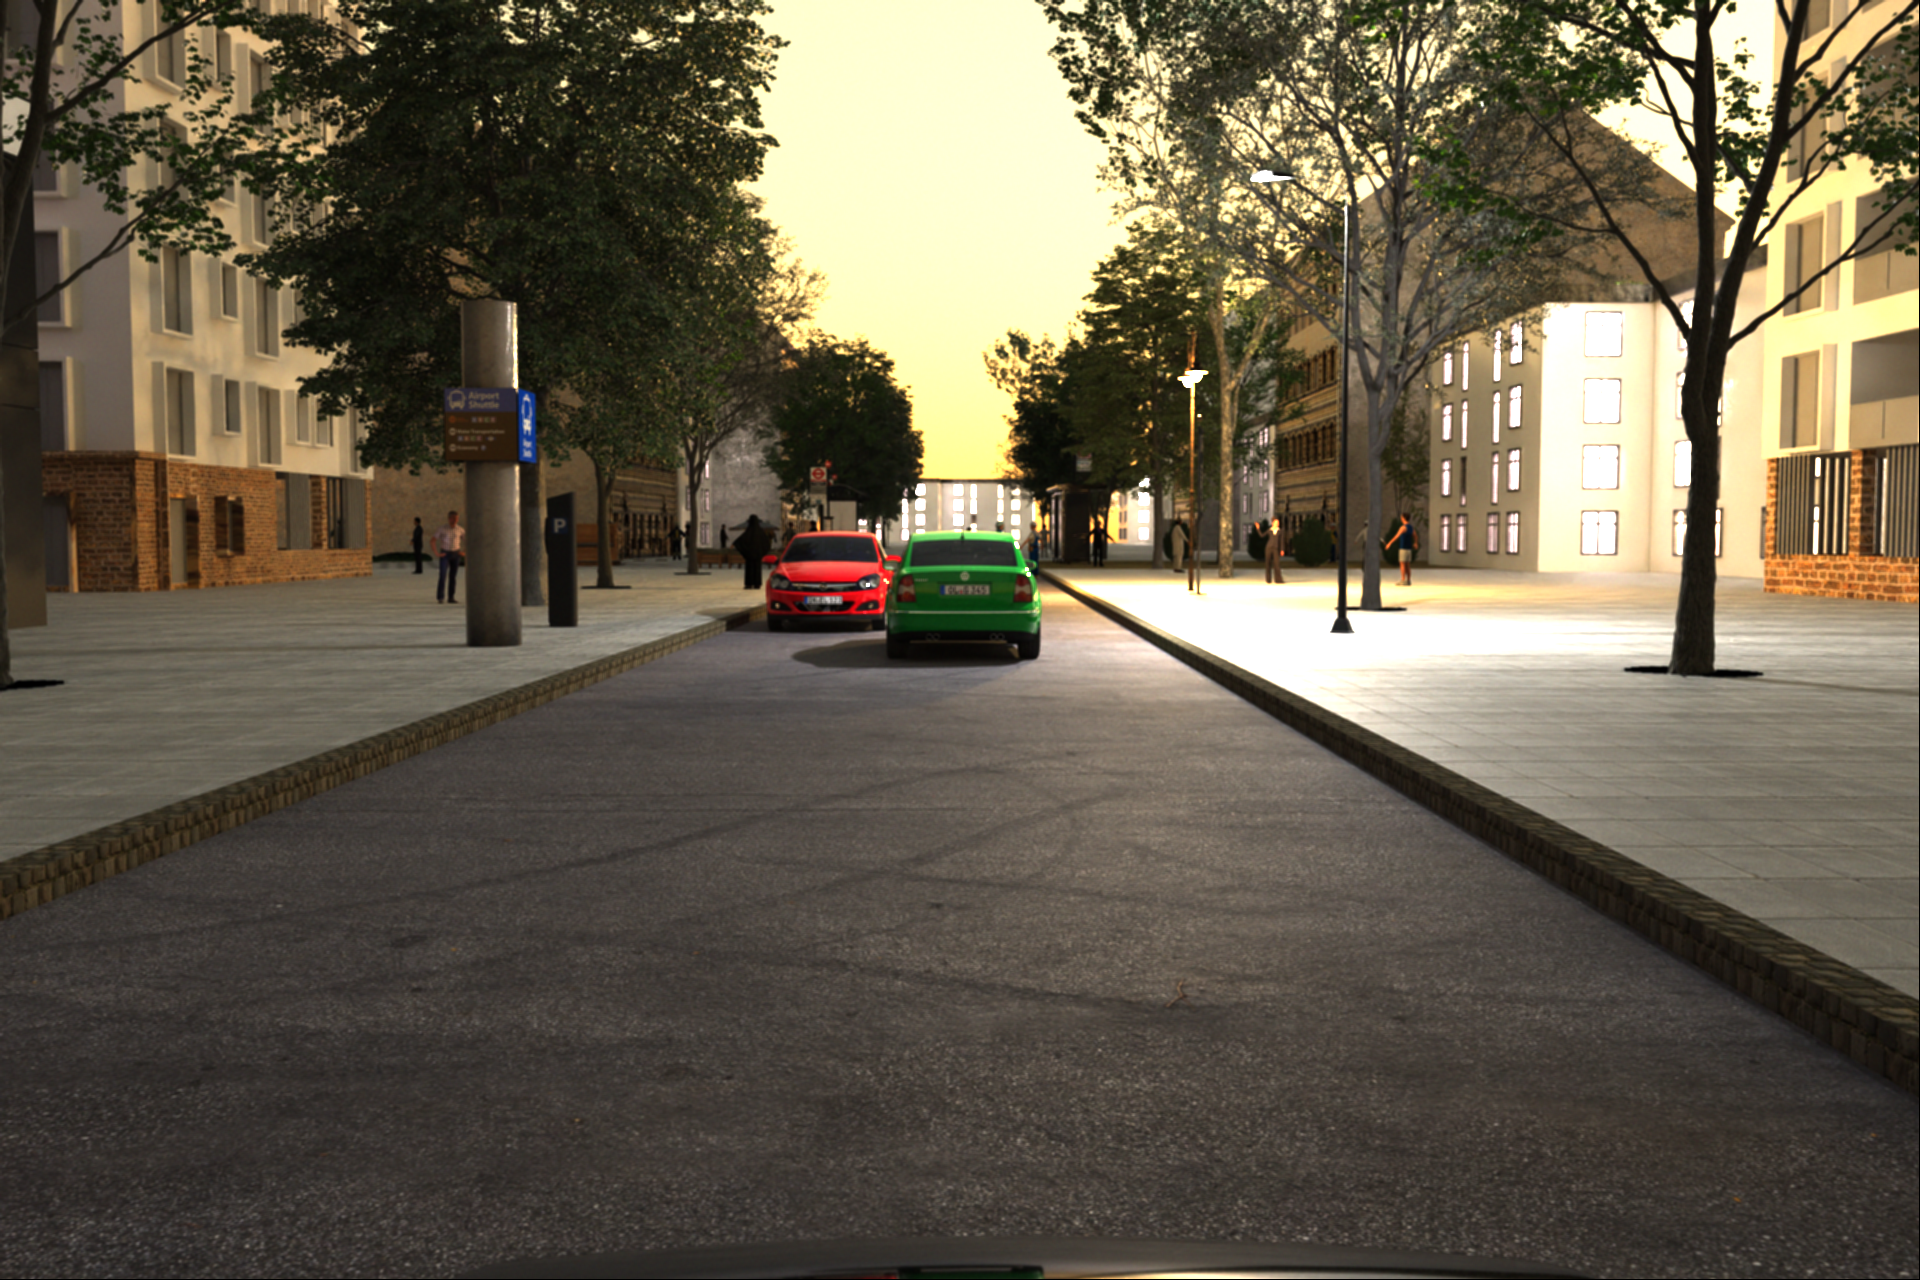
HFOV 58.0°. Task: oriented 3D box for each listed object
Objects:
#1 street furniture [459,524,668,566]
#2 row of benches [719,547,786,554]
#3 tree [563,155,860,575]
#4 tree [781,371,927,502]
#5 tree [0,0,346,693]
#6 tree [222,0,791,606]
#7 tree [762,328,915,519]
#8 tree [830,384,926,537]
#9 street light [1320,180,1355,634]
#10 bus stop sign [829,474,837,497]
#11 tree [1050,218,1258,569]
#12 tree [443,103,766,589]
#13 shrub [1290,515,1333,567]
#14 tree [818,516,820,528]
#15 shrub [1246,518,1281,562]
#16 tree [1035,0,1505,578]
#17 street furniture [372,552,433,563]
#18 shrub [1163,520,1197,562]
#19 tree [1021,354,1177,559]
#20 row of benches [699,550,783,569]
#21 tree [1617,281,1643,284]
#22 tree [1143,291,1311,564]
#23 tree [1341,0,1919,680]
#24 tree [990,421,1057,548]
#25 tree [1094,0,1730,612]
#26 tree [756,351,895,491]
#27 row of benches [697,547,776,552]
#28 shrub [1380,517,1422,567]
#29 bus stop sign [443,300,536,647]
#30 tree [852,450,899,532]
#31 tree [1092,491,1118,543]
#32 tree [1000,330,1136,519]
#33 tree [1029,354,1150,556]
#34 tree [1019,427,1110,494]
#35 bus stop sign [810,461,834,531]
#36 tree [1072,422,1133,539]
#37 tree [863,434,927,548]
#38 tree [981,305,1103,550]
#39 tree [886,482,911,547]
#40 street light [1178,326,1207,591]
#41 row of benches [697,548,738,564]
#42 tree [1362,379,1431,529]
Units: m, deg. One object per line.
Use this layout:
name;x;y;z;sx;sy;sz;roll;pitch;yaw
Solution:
street furniture;-17.928;-4.063;73.291;11.010;1.723;9.812;-1;4;-8
row of benches;-9.639;-4.107;82.614;4.104;0.672;1.422;1;4;10
tree;-8.348;-8.812;54.439;12.009;13.543;11.850;0;3;0
tree;-7.697;-13.072;124.097;12.009;13.543;11.850;0;3;0
tree;-7.982;-5.404;14.117;9.928;11.665;9.643;0;3;0
tree;-7.773;-7.585;30.678;9.857;13.997;8.962;0;3;0
tree;-7.476;-12.345;108.488;9.857;13.997;8.962;0;3;0
tree;-7.205;-14.466;143.173;9.857;13.997;8.962;0;3;0
street light;5.489;-3.040;22.245;1.470;5.913;1.316;0;4;1
bus stop sign;-5.800;-5.413;77.213;0.855;3.939;0.416;0;4;2
tree;6.949;-8.877;63.261;7.486;12.596;7.792;0;3;0
tree;-8.349;-7.036;40.796;9.928;11.665;9.643;0;3;0
shrub;13.739;-3.892;67.675;1.661;2.075;1.752;0;3;0
tree;-20.060;-18.660;255.449;4.360;8.622;3.978;0;3;0
shrub;14.089;-4.667;80.342;1.661;2.075;1.752;0;3;0
tree;8.695;-11.794;48.728;12.611;20.169;13.585;0;3;0
street furniture;-29.125;-3.800;77.754;10.072;0.657;5.734;0;4;-4
shrub;10.152;-4.685;80.645;1.661;2.075;1.752;0;3;0
tree;7.264;-9.324;86.861;8.767;10.594;7.601;0;4;1
row of benches;-8.046;-2.983;64.234;4.104;0.672;1.422;2;4;33
tree;29.410;-9.801;78.377;7.486;12.596;7.792;0;3;0
tree;11.261;-9.034;73.465;9.928;11.665;9.643;0;3;0
tree;6.751;-5.481;15.375;9.928;11.665;9.643;0;3;0
tree;7.745;-15.387;161.945;12.009;13.543;11.850;0;3;0
tree;6.987;-7.230;28.588;12.009;13.543;11.850;0;3;0
tree;-7.346;-10.344;94.885;9.928;11.665;9.643;0;3;0
row of benches;-10.649;-3.993;80.740;4.104;0.672;1.422;-2;4;-23
shrub;17.419;-3.926;68.611;1.690;2.028;1.600;0;3;0
bus stop sign;-5.367;-1.885;19.842;0.837;3.901;0.837;0;4;0
tree;-7.326;-11.233;134.017;4.360;8.622;3.978;0;3;0
tree;20.399;-21.483;261.612;12.009;13.543;11.850;0;3;0
tree;7.222;-12.444;110.112;9.857;13.997;8.962;0;3;0
tree;7.805;-10.679;100.355;9.928;11.665;9.643;0;3;0
tree;8.077;-11.730;126.205;8.767;10.594;7.601;2;4;34
bus stop sign;-5.016;-4.553;63.152;0.855;3.939;0.416;0;4;0
tree;7.713;-8.701;92.618;4.360;8.622;3.978;0;3;0
tree;-6.934;-14.295;159.478;9.928;11.665;9.643;0;3;0
tree;8.912;-17.511;142.191;12.611;20.169;13.585;0;3;0
tree;-6.775;-13.302;167.843;4.737;8.622;4.395;0;3;0
street light;5.185;-4.032;38.703;0.468;5.910;1.993;0;4;1
row of benches;-10.260;-3.674;75.531;1.422;0.672;4.104;1;4;21
tree;20.434;-7.904;79.599;4.737;8.622;4.395;0;3;0
